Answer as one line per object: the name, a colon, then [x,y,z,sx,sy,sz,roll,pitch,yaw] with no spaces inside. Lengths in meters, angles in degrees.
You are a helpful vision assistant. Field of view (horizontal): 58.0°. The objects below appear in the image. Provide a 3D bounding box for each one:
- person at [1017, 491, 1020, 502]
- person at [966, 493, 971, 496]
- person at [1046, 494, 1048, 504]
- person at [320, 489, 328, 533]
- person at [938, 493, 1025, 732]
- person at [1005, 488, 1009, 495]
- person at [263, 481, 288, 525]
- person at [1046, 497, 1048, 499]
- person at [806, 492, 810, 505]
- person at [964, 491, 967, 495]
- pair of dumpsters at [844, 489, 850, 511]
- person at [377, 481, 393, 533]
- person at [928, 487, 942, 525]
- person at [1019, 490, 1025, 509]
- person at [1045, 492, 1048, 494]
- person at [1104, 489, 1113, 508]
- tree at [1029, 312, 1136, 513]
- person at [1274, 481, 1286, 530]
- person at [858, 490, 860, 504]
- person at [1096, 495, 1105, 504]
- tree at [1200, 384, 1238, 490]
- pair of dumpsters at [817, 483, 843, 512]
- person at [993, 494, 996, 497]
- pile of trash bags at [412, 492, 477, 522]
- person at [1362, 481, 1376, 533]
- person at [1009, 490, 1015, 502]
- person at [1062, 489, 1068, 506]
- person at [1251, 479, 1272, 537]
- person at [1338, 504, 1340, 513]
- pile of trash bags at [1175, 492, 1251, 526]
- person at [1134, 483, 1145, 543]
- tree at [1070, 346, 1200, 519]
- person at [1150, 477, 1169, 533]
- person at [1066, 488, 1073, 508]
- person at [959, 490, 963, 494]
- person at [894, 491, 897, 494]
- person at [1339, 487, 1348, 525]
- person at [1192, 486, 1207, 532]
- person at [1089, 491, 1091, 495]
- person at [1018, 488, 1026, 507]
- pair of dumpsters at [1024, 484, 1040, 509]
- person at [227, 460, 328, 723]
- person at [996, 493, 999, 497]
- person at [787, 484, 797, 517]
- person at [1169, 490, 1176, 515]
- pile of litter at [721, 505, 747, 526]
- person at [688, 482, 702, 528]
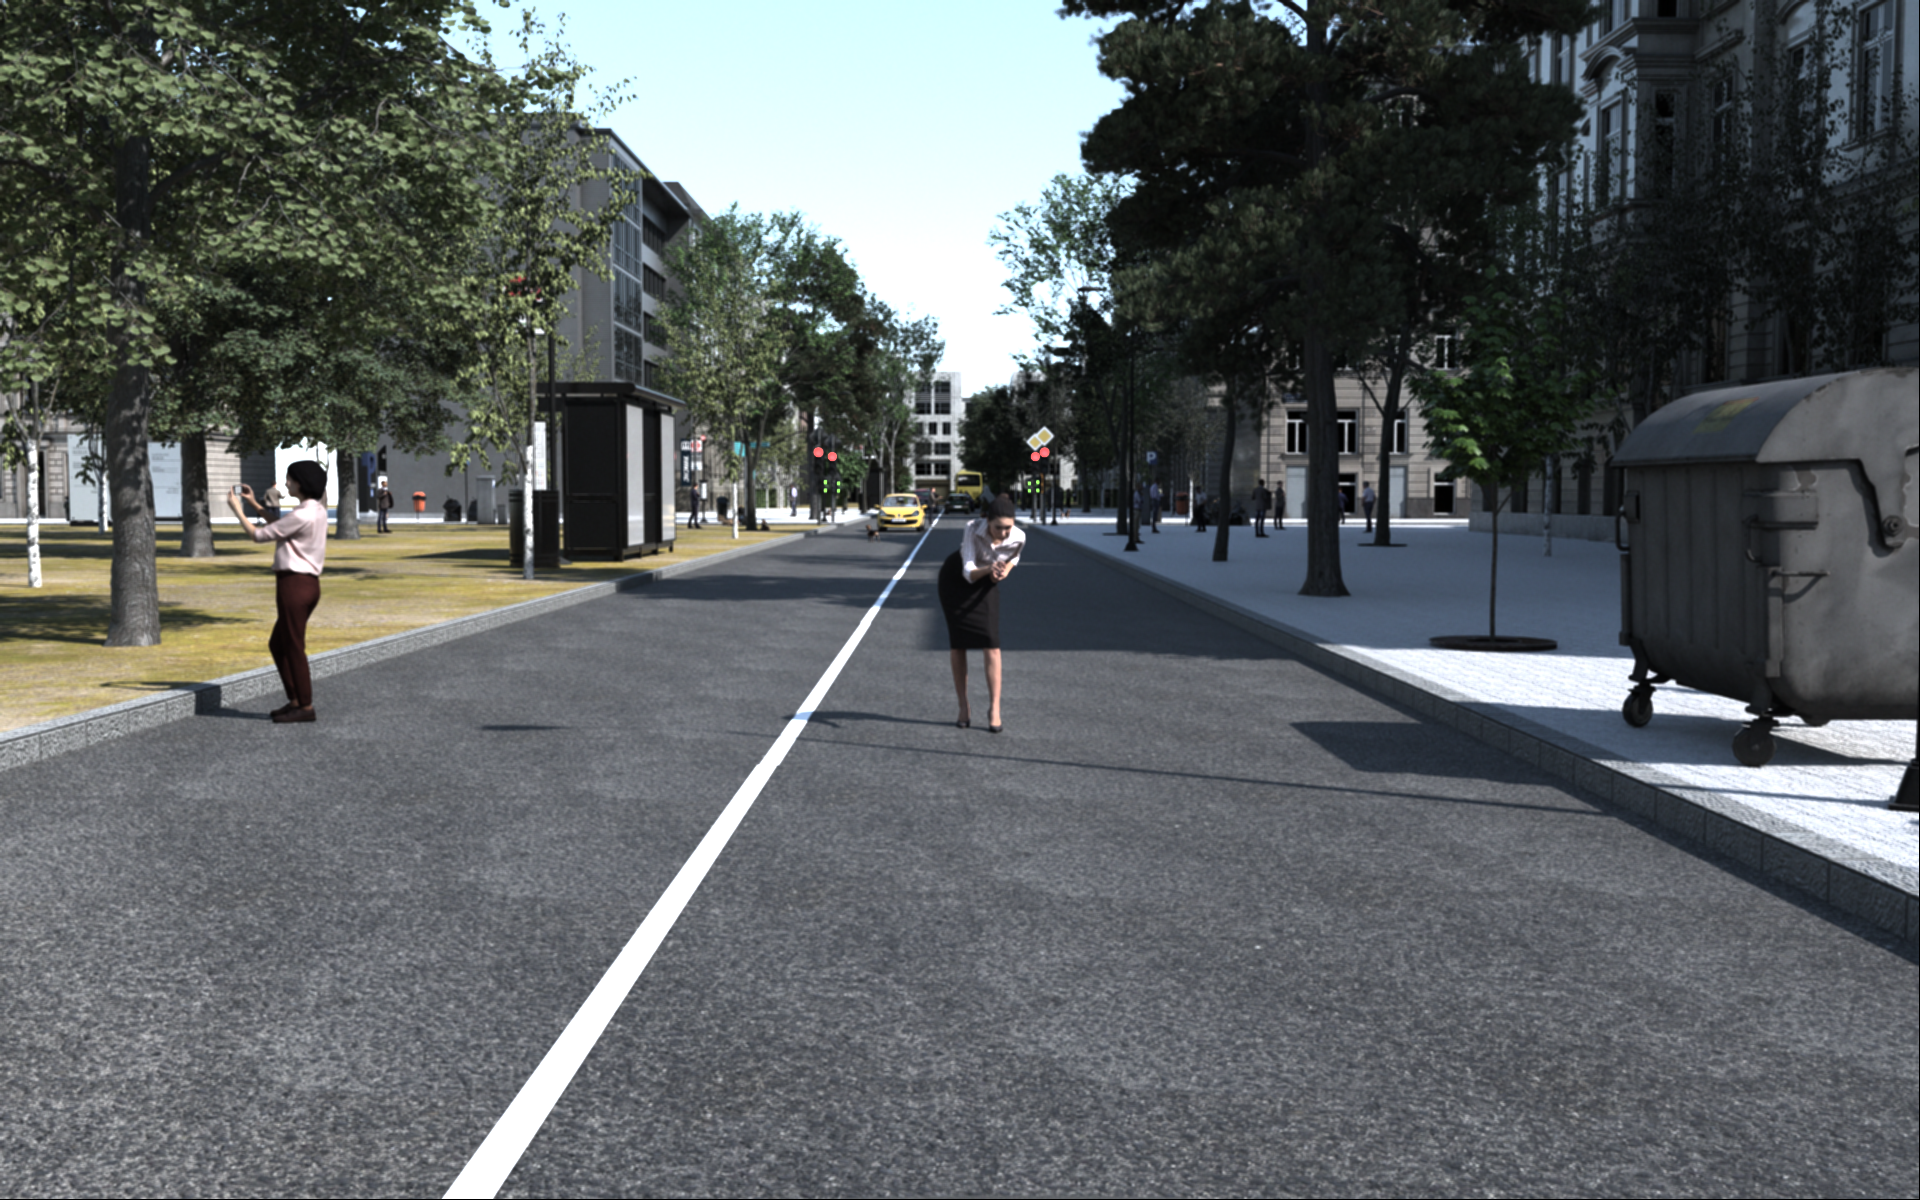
person: [7.583,-13.352,225.811,0.593,1.643,0.415,-2,4,-23]
person: [0.705,-8.094,143.043,0.590,1.554,0.614,1,4,23]
person: [11.035,-13.080,220.429,0.721,1.766,1.217,-1,4,-15]
person: [-20.706,-3.021,55.996,0.434,1.755,0.990,0,4,6]
person: [0.141,0.077,10.433,0.799,1.438,0.628,3,5,40]
person: [4.299,-9.557,162.317,0.705,1.821,1.348,2,4,29]
person: [-24.446,-3.386,61.931,0.617,1.759,0.750,1,4,9]
person: [7.566,-9.006,156.513,0.991,1.433,0.599,2,4,34]
person: [-18.032,-12.266,207.046,0.683,1.767,0.568,-1,4,-18]
person: [0.566,-8.540,149.070,0.756,1.711,0.436,-1,4,-13]
pair of dumpsters: [-9.334,-8.009,133.444,1.574,2.255,4.436,0,3,0]
person: [-18.863,-3.057,56.845,0.431,1.722,0.655,1,4,8]
person: [-1.149,-4.389,80.790,0.750,1.759,0.617,0,4,8]
person: [5.303,-8.503,145.998,0.756,1.711,0.436,-3,5,-43]
person: [8.161,-9.925,168.298,1.348,1.826,0.705,2,4,27]
person: [13.284,-9.164,156.589,1.217,1.736,0.721,-1,4,-16]
tree: [8.587,-13.007,120.085,7.806,13.903,7.818,0,3,0]
person: [11.645,-3.416,62.431,0.617,1.759,0.750,-2,4,-34]
person: [-13.074,-13.378,224.782,0.705,1.823,1.348,-1,4,-10]
person: [12.924,-9.067,157.552,1.065,1.426,0.557,0,4,-4]
tree: [12.085,-8.459,88.667,4.360,8.622,3.978,0,3,0]
pair of dumpsters: [-9.605,-7.516,125.373,1.574,2.255,4.436,0,4,0]
person: [4.432,-12.375,208.365,1.348,1.826,0.705,1,4,10]
pile of trash bags: [-23.530,-4.288,79.862,3.447,1.369,1.912,0,4,-1]
person: [13.570,-3.108,57.799,0.756,1.711,0.436,-2,4,-35]
person: [5.499,-11.086,187.982,1.217,1.739,0.721,-2,4,-34]
person: [12.261,-12.255,206.354,0.705,1.831,1.348,0,4,7]
person: [8.996,-2.731,51.515,0.431,1.722,0.655,-2,4,-31]
person: [10.025,-2.335,47.415,0.799,1.438,0.628,2,4,28]
pile of trash bags: [10.065,-3.696,70.179,3.447,1.369,1.912,-2,4,-35]
person: [4.672,-2.268,45.193,0.319,1.574,0.516,0,4,8]
tree: [8.233,-8.016,81.420,4.360,8.622,3.978,0,3,0]
person: [6.592,-3.138,57.216,0.599,1.838,0.709,0,4,-3]
person: [10.020,-9.326,158.529,0.705,1.823,1.348,2,4,28]
person: [0.089,-9.691,166.892,1.348,1.831,0.705,-1,4,-19]
person: [-7.454,-11.857,200.569,0.621,1.740,0.551,-3,5,-43]
person: [16.646,-4.083,75.958,0.576,1.737,0.504,-2,4,-25]
person: [8.158,-3.086,58.718,0.590,1.554,0.614,-2,4,-25]
person: [12.876,-10.230,174.104,0.742,1.727,0.445,1,4,14]
person: [6.552,-10.468,176.819,1.348,1.869,0.705,2,4,25]
pair of dumpsters: [6.395,-9.021,149.980,1.574,2.255,4.436,0,4,0]
person: [-4.264,-0.057,10.888,0.566,1.644,0.517,3,4,37]
person: [3.857,-10.191,175.917,1.065,1.426,0.557,2,4,26]
person: [-9.561,-5.630,97.957,0.599,1.838,0.709,1,4,10]
person: [13.236,-6.047,107.114,0.569,1.553,0.471,2,4,32]
pile of litter: [-9.110,-3.403,69.598,1.176,0.858,1.719,1,4,22]
person: [-9.857,-3.513,64.397,0.530,1.710,0.541,-1,4,-12]
